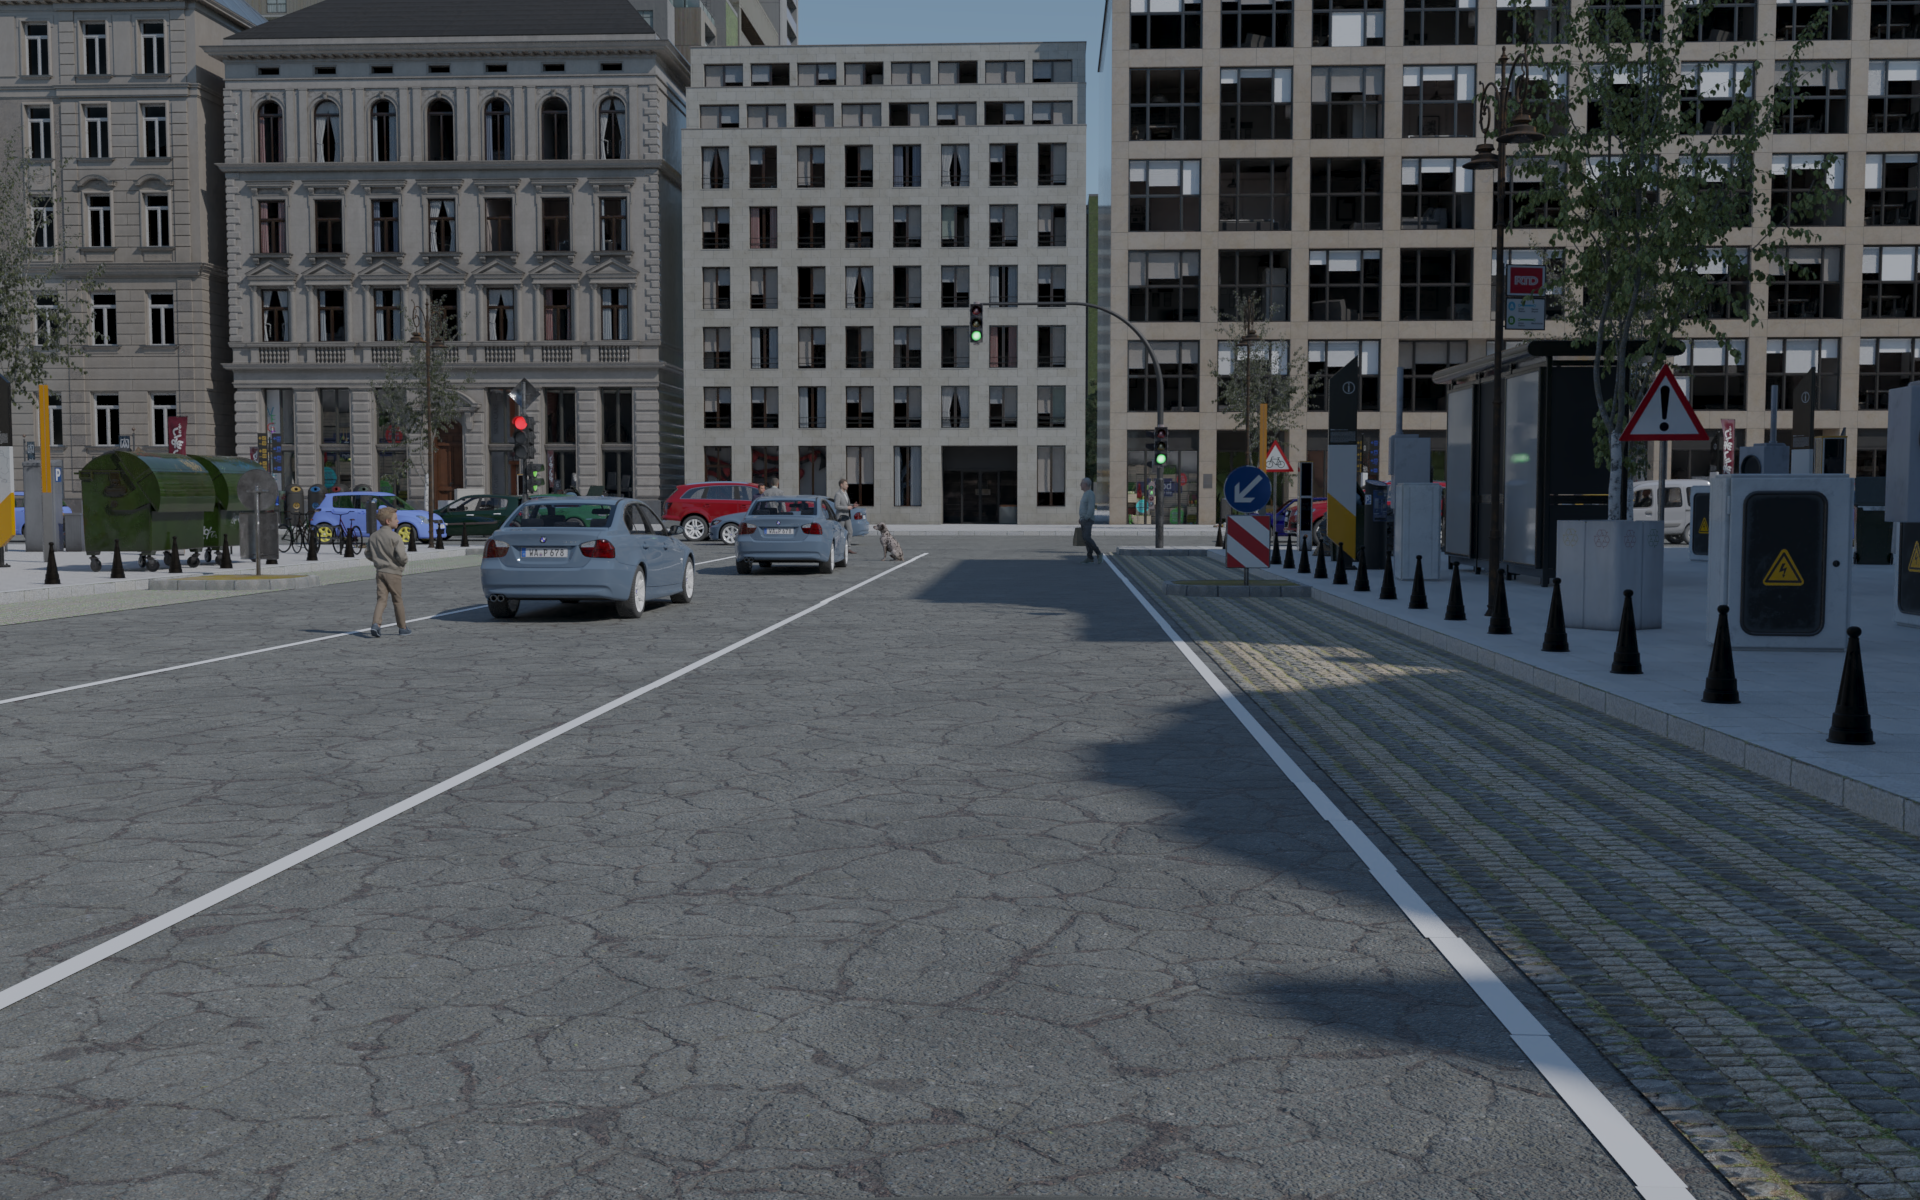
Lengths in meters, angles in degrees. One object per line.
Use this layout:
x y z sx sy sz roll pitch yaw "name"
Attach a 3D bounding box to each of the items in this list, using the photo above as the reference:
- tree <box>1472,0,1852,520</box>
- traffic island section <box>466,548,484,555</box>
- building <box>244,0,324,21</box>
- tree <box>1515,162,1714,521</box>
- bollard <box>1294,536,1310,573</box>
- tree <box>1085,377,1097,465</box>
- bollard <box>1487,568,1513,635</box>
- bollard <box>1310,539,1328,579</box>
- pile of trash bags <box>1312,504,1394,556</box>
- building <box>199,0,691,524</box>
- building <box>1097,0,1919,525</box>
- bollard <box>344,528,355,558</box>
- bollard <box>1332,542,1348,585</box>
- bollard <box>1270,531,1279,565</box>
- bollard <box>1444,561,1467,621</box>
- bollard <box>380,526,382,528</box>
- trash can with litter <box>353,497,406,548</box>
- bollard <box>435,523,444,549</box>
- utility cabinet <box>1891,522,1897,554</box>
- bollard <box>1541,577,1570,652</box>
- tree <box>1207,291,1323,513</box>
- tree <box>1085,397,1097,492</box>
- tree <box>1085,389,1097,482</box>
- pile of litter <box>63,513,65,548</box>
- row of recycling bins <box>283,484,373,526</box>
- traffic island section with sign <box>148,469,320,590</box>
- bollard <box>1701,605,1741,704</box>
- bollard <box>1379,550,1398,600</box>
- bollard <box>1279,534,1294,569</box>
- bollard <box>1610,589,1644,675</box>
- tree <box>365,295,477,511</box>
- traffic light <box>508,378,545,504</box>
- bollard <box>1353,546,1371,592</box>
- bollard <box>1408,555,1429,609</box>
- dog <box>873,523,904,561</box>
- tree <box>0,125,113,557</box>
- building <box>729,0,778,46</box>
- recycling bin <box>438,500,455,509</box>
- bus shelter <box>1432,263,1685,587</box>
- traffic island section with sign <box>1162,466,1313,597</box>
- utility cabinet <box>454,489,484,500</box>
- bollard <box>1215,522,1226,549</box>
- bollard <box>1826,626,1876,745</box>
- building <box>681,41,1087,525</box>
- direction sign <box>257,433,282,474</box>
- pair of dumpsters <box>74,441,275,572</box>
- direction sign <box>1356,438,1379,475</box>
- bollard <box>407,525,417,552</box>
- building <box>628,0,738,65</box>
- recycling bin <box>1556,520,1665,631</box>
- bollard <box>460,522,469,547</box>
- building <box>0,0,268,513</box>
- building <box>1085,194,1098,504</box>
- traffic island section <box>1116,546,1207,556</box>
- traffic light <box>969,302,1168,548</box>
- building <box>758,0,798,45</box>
8.299 -4.331 21.172 4.737 8.622 4.395 0 3 0 "tree"
-10.522 -1.202 41.926 2.009 0.180 2.903 0 4 3 "traffic island section"
-59.090 -36.000 177.845 27.495 52.752 28.713 0 4 3 "building"
14.380 -5.332 37.541 4.360 8.622 3.978 0 3 0 "tree"
5.588 -0.737 28.089 0.229 0.601 0.229 0 3 0 "bollard"
12.852 -13.838 133.682 7.806 13.903 7.818 0 3 0 "tree"
4.959 0.009 15.891 0.229 0.601 0.229 0 3 0 "bollard"
5.495 -0.631 26.354 0.229 0.601 0.229 0 3 0 "bollard"
8.198 -1.591 35.772 1.912 1.369 3.447 1 4 16 "pile of trash bags"
-21.731 -15.252 78.242 19.941 23.489 11.050 0 4 3 "building"
23.699 -16.856 80.111 34.151 26.468 19.350 0 4 3 "building"
-12.376 -1.164 35.071 0.229 0.601 0.229 0 3 0 "bollard"
5.411 -0.525 24.618 0.229 0.601 0.229 0 3 0 "bollard"
5.765 -0.950 31.568 0.229 0.601 0.229 0 3 0 "bollard"
5.052 -0.098 17.643 0.229 0.601 0.229 0 3 0 "bollard"
-12.290 -1.270 36.809 0.229 0.601 0.229 0 3 0 "bollard"
-14.007 -1.871 41.650 1.678 1.210 2.233 -1 4 -14 "trash can with litter"
-12.110 -1.483 40.286 0.229 0.601 0.229 0 3 0 "bollard"
20.155 -1.597 37.277 0.306 1.237 1.020 -1 4 -23 "utility cabinet"
4.868 0.116 14.138 0.229 0.601 0.229 0 3 0 "bollard"
10.764 -6.853 62.409 4.360 8.622 3.978 0 3 0 "tree"
15.580 -17.188 199.142 7.486 12.596 7.792 0 3 0 "tree"
14.596 -15.526 175.899 6.751 12.117 7.091 0 3 0 "tree"
-21.170 -1.675 41.344 1.719 0.858 1.176 2 4 30 "pile of litter"
-25.449 -3.832 69.768 3.534 1.692 1.069 0 4 -5 "row of recycling bins"
-10.983 -1.094 26.517 1.989 1.847 2.006 0 4 3 "traffic island section with sign"
4.694 0.329 10.667 0.229 0.601 0.229 0 3 0 "bollard"
5.227 -0.311 21.122 0.229 0.601 0.229 0 3 0 "bollard"
5.674 -0.844 29.833 0.229 0.601 0.229 0 3 0 "bollard"
4.780 0.223 12.403 0.229 0.601 0.229 0 3 0 "bollard"
-19.894 -6.964 64.231 4.360 8.622 3.978 0 3 0 "tree"
-10.483 -3.234 41.789 0.839 4.253 0.868 0 4 3 "traffic light"
5.313 -0.418 22.869 0.229 0.601 0.229 0 3 0 "bollard"
5.135 -0.205 19.386 0.229 0.601 0.229 0 3 0 "bollard"
-1.420 -1.238 37.078 0.513 0.831 0.800 -3 5 -43 "dog"
-19.574 -5.190 35.226 4.360 8.622 3.978 0 3 0 "tree"
-28.485 -32.575 156.303 21.300 48.544 21.600 0 4 3 "building"
-19.982 -3.390 67.986 0.722 1.027 0.722 3 4 39 "recycling bin"
9.033 -3.073 27.882 2.179 5.291 8.768 0 4 3 "bus shelter"
3.934 -0.993 24.869 1.989 1.847 2.006 0 4 3 "traffic island section with sign"
-20.412 -3.877 72.067 1.173 1.500 0.318 -3 5 -39 "utility cabinet"
6.297 -1.589 42.015 0.229 0.601 0.229 0 3 0 "bollard"
4.603 0.435 8.932 0.229 0.601 0.229 0 3 0 "bollard"
-2.922 -13.601 77.128 16.860 20.320 10.420 0 4 3 "building"
-25.646 -4.429 64.418 0.876 3.537 0.379 -3 5 -43 "direction sign"
-13.718 -1.709 30.440 1.574 2.255 4.437 0 4 3 "pair of dumpsters"
16.417 -4.762 69.863 0.876 3.537 0.379 1 4 18 "direction sign"
-12.199 -1.376 38.544 0.229 0.601 0.229 0 3 0 "bollard"
-25.830 -27.827 138.558 14.154 41.232 14.086 0 4 3 "building"
6.227 -0.248 16.610 0.722 1.027 0.722 -2 4 -32 "recycling bin"
-12.022 -1.589 42.025 0.229 0.601 0.229 0 3 0 "bollard"
-44.238 -17.302 80.152 25.104 27.353 12.463 0 4 3 "building"
15.768 -33.921 238.207 14.086 41.232 14.154 0 4 3 "building"
4.749 -1.153 41.140 2.009 0.180 2.903 0 4 3 "traffic island section"
2.616 -4.057 40.993 4.771 5.953 1.251 0 4 3 "traffic light"
-31.141 -38.949 178.817 28.212 58.520 21.231 0 4 3 "building"
